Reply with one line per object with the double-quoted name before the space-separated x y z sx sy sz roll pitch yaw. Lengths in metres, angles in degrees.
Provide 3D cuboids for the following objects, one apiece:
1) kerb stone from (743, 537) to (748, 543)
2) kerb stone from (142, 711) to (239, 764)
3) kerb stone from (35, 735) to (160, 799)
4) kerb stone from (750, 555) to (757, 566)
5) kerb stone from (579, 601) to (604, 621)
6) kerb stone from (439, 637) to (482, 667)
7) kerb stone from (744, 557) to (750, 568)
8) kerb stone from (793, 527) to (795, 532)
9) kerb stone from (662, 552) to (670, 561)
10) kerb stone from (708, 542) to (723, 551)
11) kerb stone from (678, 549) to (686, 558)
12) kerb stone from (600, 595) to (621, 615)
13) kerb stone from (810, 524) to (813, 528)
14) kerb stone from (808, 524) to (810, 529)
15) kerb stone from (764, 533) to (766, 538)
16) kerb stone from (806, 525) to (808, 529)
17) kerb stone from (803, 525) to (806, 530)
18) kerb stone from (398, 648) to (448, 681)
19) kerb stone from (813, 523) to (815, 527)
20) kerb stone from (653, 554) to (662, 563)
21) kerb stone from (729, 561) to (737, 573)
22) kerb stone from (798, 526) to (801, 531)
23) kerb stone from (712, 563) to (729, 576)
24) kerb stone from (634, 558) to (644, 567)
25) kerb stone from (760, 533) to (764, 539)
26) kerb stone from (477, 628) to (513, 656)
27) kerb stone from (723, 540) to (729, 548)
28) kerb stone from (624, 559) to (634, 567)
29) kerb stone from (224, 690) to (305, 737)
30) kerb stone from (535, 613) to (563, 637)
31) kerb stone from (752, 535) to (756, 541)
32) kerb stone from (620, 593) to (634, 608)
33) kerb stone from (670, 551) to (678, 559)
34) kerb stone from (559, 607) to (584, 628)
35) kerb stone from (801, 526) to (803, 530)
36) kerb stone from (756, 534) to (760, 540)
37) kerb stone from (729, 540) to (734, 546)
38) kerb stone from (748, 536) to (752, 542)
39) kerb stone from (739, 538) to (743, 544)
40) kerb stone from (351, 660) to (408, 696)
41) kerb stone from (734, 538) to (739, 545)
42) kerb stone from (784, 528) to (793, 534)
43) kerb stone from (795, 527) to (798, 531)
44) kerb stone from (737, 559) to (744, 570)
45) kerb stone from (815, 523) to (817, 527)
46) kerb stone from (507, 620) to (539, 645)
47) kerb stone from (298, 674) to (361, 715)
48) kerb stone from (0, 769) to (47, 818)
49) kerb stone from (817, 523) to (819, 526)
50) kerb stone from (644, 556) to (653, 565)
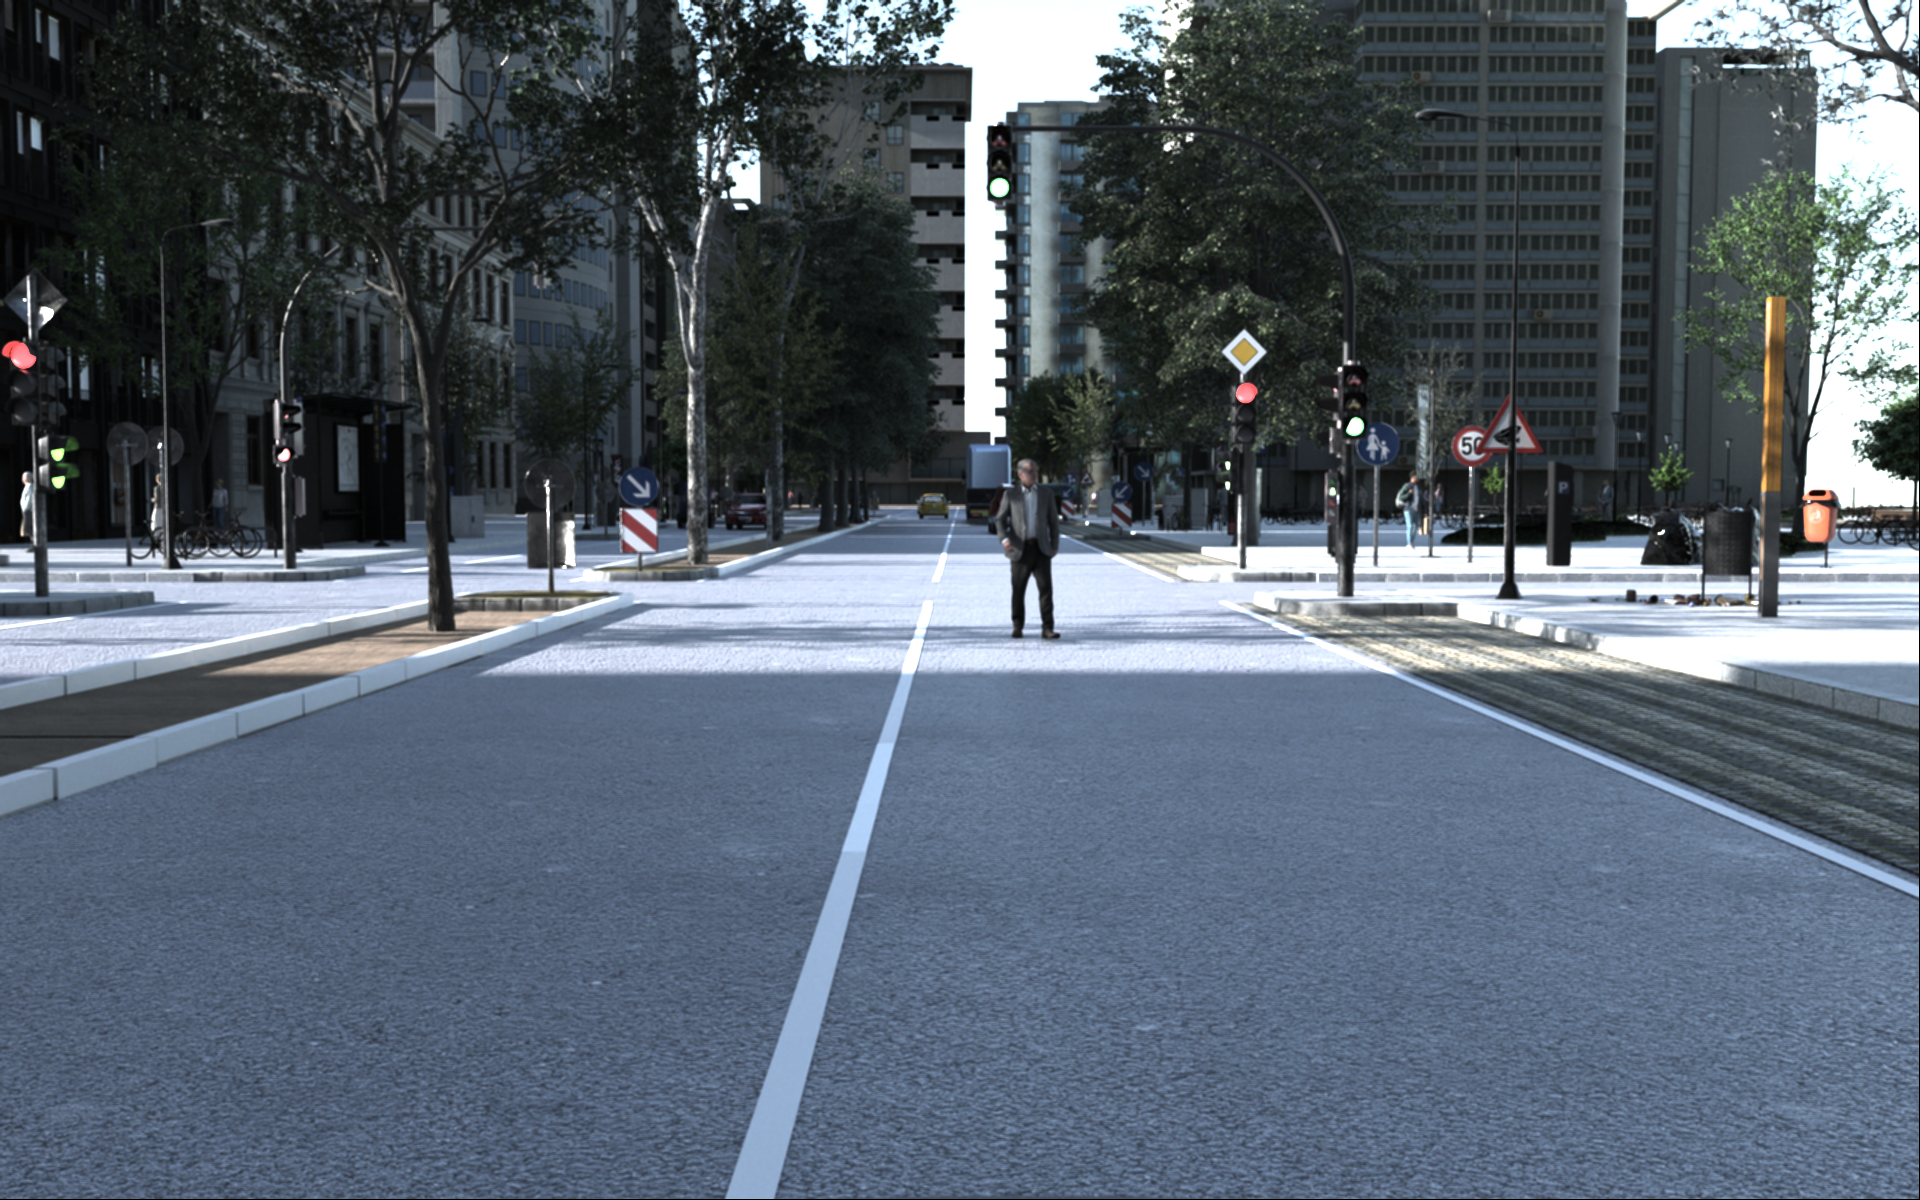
"kerb stone" -6.342 -1.710 50.156 0.120 0.150 1.000 0 3 0
"kerb stone" -4.301 0.767 9.649 0.120 0.150 1.000 0 3 0
"kerb stone" -4.293 0.830 8.627 0.120 0.150 1.000 0 3 0
"kerb stone" -4.257 -0.768 34.802 0.120 0.150 1.000 0 3 0
"kerb stone" -4.283 0.142 19.883 0.120 0.150 1.000 0 3 0
"kerb stone" -4.296 0.456 14.768 0.120 0.150 1.000 0 3 0
"kerb stone" -4.264 -0.705 33.779 0.120 0.150 1.000 0 3 0
"kerb stone" -6.332 -2.584 64.513 0.120 0.150 1.000 0 3 0
"kerb stone" -6.360 -0.896 36.850 0.120 0.150 1.000 0 3 0
"kerb stone" -6.357 -1.397 45.038 0.120 0.150 1.000 0 3 0
"kerb stone" -6.358 -1.021 38.896 0.120 0.150 1.000 0 3 0
"kerb stone" -4.279 0.079 20.910 0.120 0.150 1.000 0 3 0
"kerb stone" -6.310 -3.027 71.692 0.120 0.150 1.000 0 3 0
"kerb stone" -6.318 -2.964 70.662 0.120 0.150 1.000 0 3 0
"kerb stone" -6.331 -2.023 55.279 0.120 0.150 1.000 0 3 0
"kerb stone" -6.322 -2.902 69.639 0.120 0.150 1.000 0 3 0
"kerb stone" -6.323 -2.838 68.617 0.120 0.150 1.000 0 3 0
"kerb stone" -4.296 0.517 13.746 0.120 0.150 1.000 0 3 0
"kerb stone" -6.312 -3.087 72.722 0.120 0.150 1.000 0 3 0
"kerb stone" -6.366 -0.829 35.823 0.120 0.150 1.000 0 3 0
"kerb stone" -4.265 -0.583 31.731 0.120 0.150 1.000 0 3 0
"kerb stone" -6.334 -2.709 66.564 0.120 0.150 1.000 0 3 0
"kerb stone" -4.268 -0.520 30.705 0.120 0.150 1.000 0 3 0
"kerb stone" -6.369 -0.707 33.775 0.120 0.150 1.000 0 3 0
"kerb stone" -6.334 -1.961 54.256 0.120 0.150 1.000 0 3 0
"kerb stone" -4.289 0.392 15.790 0.120 0.150 1.000 0 3 0
"kerb stone" -6.346 -1.453 46.061 0.120 0.150 1.000 0 3 0
"kerb stone" -6.363 -0.641 32.753 0.120 0.150 1.000 0 3 0
"kerb stone" -4.302 0.704 10.677 0.120 0.150 1.000 0 3 0
"kerb stone" -4.289 0.267 17.836 0.120 0.150 1.000 0 3 0
"kerb stone" -6.344 -1.835 52.201 0.120 0.150 1.000 0 3 0
"kerb stone" -4.287 0.016 21.933 0.120 0.150 1.000 0 3 0
"kerb stone" -6.355 -0.959 37.872 0.120 0.150 1.000 0 3 0
"kerb stone" -4.290 0.207 18.861 0.120 0.150 1.000 0 3 0
"kerb stone" -6.323 -2.776 67.590 0.120 0.150 1.000 0 3 0
"kerb stone" -6.340 -1.898 53.232 0.120 0.150 1.000 0 3 0
"kerb stone" -6.350 -1.522 47.085 0.120 0.150 1.000 0 3 0
"kerb stone" -6.346 -1.773 51.178 0.120 0.150 1.000 0 3 0
"kerb stone" -6.347 -1.645 49.134 0.120 0.150 1.000 0 3 0
"kerb stone" -4.295 0.579 12.724 0.120 0.150 1.000 0 3 0
"kerb stone" -6.344 -1.585 48.107 0.120 0.150 1.000 0 3 0
"kerb stone" -6.330 -2.522 63.491 0.120 0.150 1.000 0 3 0
"kerb stone" -6.321 -2.651 65.535 0.120 0.150 1.000 0 3 0
"kerb stone" -4.264 -0.643 32.754 0.120 0.150 1.000 0 3 0
"kerb stone" -6.316 -3.153 73.750 0.120 0.150 1.000 0 3 0
"kerb stone" -4.294 0.330 16.814 0.120 0.150 1.000 0 3 0
"kerb stone" -4.300 0.647 11.701 0.120 0.150 1.000 0 3 0
"kerb stone" -4.303 0.898 7.604 0.120 0.150 1.000 0 3 0
"kerb stone" -6.306 -3.216 74.772 0.120 0.150 1.000 0 3 0
"kerb stone" -6.365 -0.765 34.798 0.120 0.150 1.000 0 3 0
